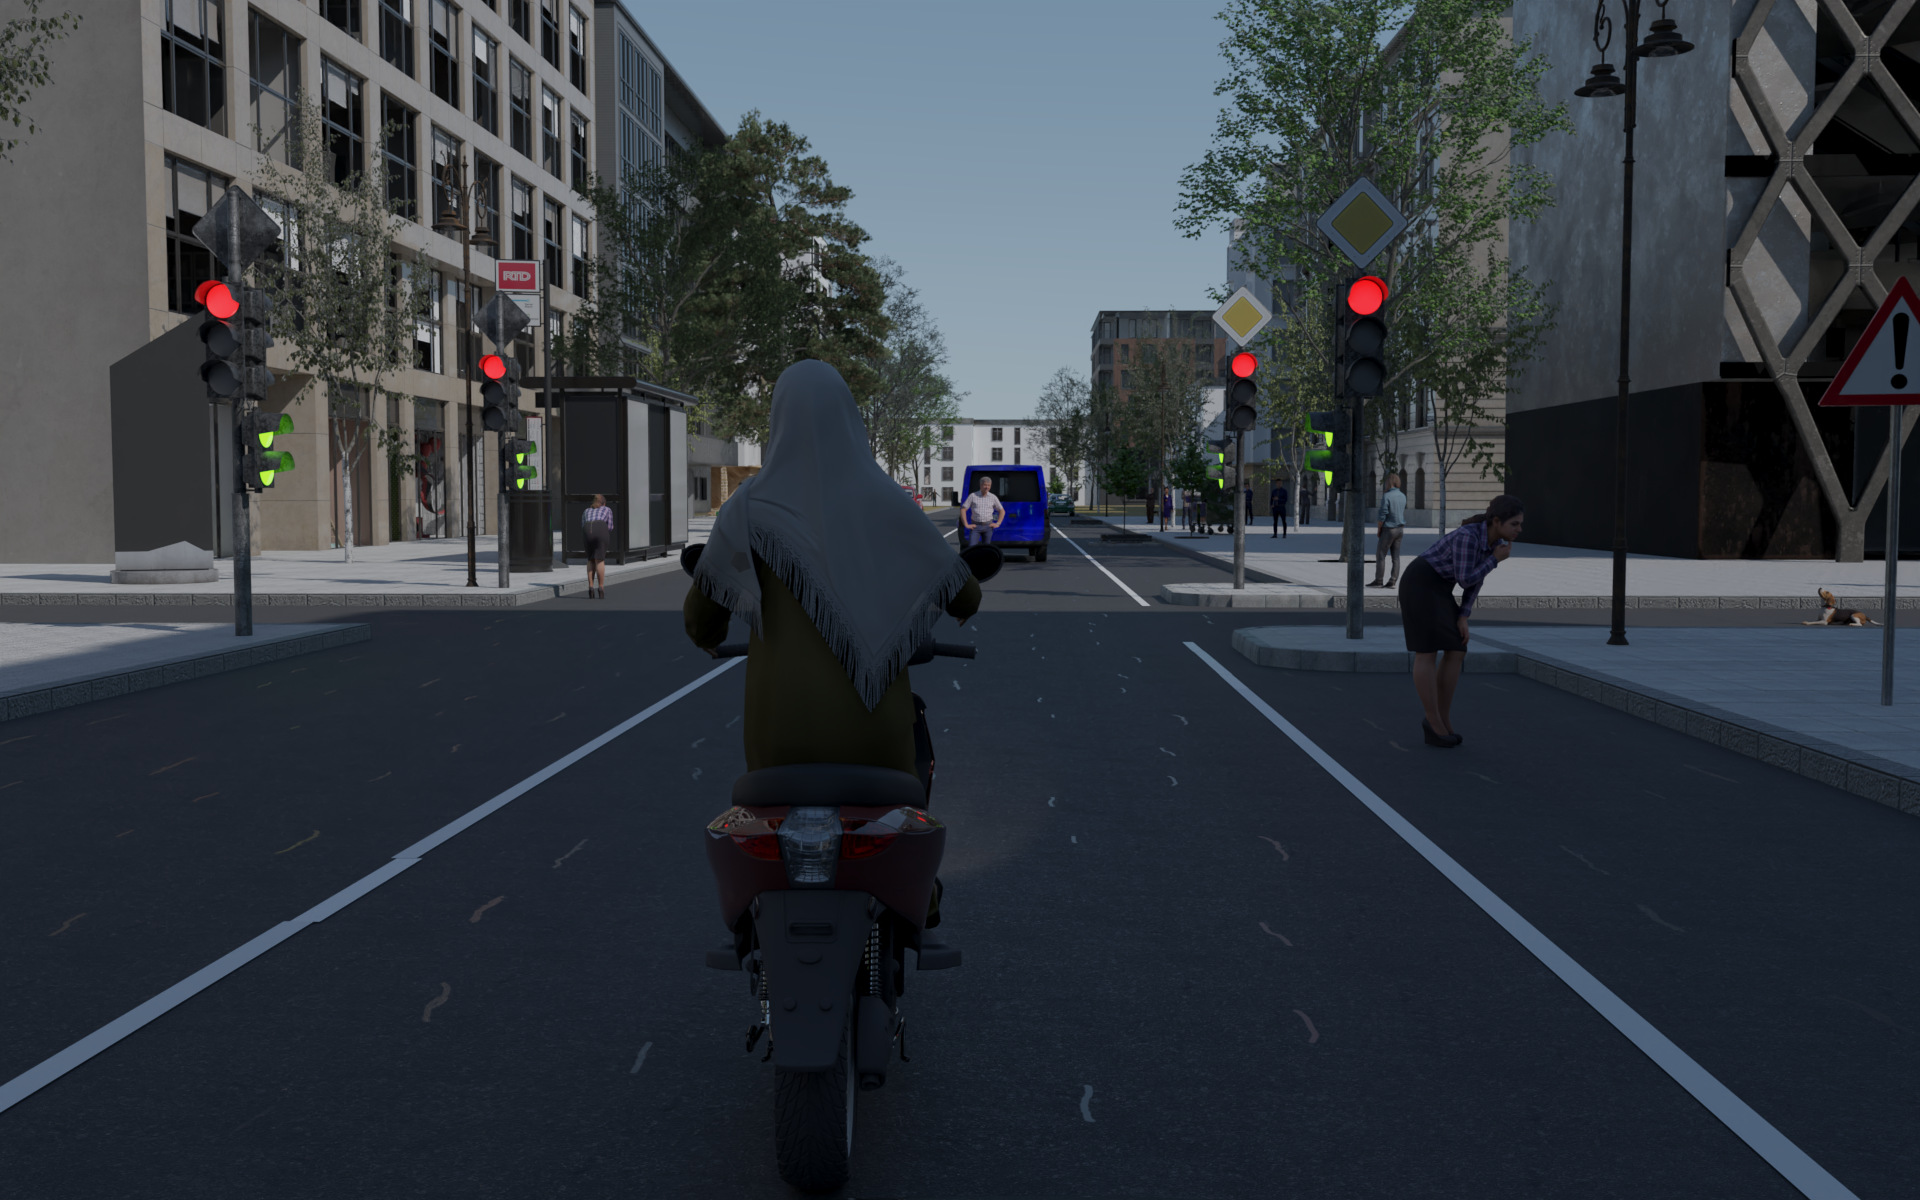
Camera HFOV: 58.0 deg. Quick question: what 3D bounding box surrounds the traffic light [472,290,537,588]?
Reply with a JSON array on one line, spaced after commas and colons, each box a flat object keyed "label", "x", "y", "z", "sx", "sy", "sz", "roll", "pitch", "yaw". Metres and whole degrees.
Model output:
[{"label": "traffic light", "x": -6.214, "y": -2.098, "z": 23.550, "sx": 0.839, "sy": 4.213, "sz": 0.868, "roll": 0, "pitch": 4, "yaw": 2}]

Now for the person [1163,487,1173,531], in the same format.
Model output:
[{"label": "person", "x": 7.304, "y": -3.206, "z": 60.834, "sx": 0.453, "sy": 1.535, "sz": 0.546, "roll": -2, "pitch": 4, "yaw": -28}]

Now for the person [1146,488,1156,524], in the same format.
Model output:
[{"label": "person", "x": 8.278, "y": -4.090, "z": 75.189, "sx": 0.388, "sy": 1.546, "sz": 0.482, "roll": -2, "pitch": 4, "yaw": -27}]

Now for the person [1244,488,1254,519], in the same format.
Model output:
[{"label": "person", "x": 15.018, "y": -5.173, "z": 90.485, "sx": 0.709, "sy": 1.838, "sz": 0.599, "roll": 1, "pitch": 4, "yaw": 8}]

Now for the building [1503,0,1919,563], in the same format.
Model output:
[{"label": "building", "x": 22.889, "y": -10.434, "z": 38.053, "sx": 16.811, "sy": 18.784, "sz": 16.820, "roll": 0, "pitch": 4, "yaw": 2}]

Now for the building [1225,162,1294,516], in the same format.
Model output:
[{"label": "building", "x": 24.338, "y": -15.170, "z": 104.447, "sx": 16.016, "sy": 20.091, "sz": 11.380, "roll": 0, "pitch": 4, "yaw": 2}]

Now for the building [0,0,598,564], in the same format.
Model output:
[{"label": "building", "x": -23.760, "y": -14.902, "z": 48.171, "sx": 19.350, "sy": 26.468, "sz": 34.151, "roll": 0, "pitch": 4, "yaw": 2}]

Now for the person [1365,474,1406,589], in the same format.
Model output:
[{"label": "person", "x": 5.801, "y": -0.930, "z": 23.453, "sx": 0.499, "sy": 1.552, "sz": 0.429, "roll": 0, "pitch": 4, "yaw": -7}]

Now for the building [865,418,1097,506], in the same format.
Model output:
[{"label": "building", "x": 1.509, "y": -15.490, "z": 195.413, "sx": 28.070, "sy": 9.664, "sz": 9.099, "roll": 0, "pitch": 4, "yaw": 2}]

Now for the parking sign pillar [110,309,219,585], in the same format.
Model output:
[{"label": "parking sign pillar", "x": -11.576, "y": -2.241, "z": 25.108, "sx": 1.447, "sy": 3.967, "sz": 1.447, "roll": -2, "pitch": 4, "yaw": -25}]

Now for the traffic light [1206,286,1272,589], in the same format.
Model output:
[{"label": "traffic light", "x": 3.743, "y": -2.080, "z": 23.248, "sx": 0.839, "sy": 4.213, "sz": 0.868, "roll": 0, "pitch": 4, "yaw": 2}]

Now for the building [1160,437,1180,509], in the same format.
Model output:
[{"label": "building", "x": 23.213, "y": -12.868, "z": 152.532, "sx": 9.099, "sy": 9.664, "sz": 28.070, "roll": 0, "pitch": 4, "yaw": 2}]

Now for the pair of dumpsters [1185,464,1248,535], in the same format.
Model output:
[{"label": "pair of dumpsters", "x": 8.277, "y": -3.268, "z": 55.923, "sx": 1.574, "sy": 2.255, "sz": 4.436, "roll": 0, "pitch": 4, "yaw": 2}]

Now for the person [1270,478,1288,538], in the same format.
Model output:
[{"label": "person", "x": 9.224, "y": -2.660, "z": 50.240, "sx": 0.576, "sy": 1.737, "sz": 0.504, "roll": 2, "pitch": 4, "yaw": 27}]

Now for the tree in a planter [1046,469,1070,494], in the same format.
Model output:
[{"label": "tree in a planter", "x": 7.025, "y": -7.817, "z": 125.033, "sx": 1.991, "sy": 3.239, "sz": 1.994, "roll": 0, "pitch": 4, "yaw": 2}]

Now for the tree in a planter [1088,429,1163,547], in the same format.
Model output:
[{"label": "tree in a planter", "x": 4.560, "y": -3.101, "z": 47.917, "sx": 1.991, "sy": 3.239, "sz": 1.994, "roll": 0, "pitch": 4, "yaw": 2}]

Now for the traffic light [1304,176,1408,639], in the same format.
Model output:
[{"label": "traffic light", "x": 3.487, "y": -1.592, "z": 15.267, "sx": 0.839, "sy": 4.213, "sz": 0.868, "roll": 0, "pitch": 4, "yaw": 2}]

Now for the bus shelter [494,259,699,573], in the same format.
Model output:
[{"label": "bus shelter", "x": -6.758, "y": -3.344, "z": 32.312, "sx": 2.179, "sy": 5.291, "sz": 8.768, "roll": 0, "pitch": 4, "yaw": 2}]

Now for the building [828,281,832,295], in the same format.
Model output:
[{"label": "building", "x": -16.723, "y": -18.534, "z": 159.447, "sx": 11.380, "sy": 20.091, "sz": 16.016, "roll": 0, "pitch": 4, "yaw": 2}]

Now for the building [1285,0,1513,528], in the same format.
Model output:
[{"label": "building", "x": 23.277, "y": -15.991, "z": 80.542, "sx": 14.460, "sy": 24.649, "sz": 34.723, "roll": 0, "pitch": 4, "yaw": 2}]

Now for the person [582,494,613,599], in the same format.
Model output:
[{"label": "person", "x": -4.994, "y": -0.739, "z": 23.817, "sx": 0.421, "sy": 1.427, "sz": 0.697, "roll": 0, "pitch": 4, "yaw": -4}]

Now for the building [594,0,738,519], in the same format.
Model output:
[{"label": "building", "x": -19.709, "y": -15.977, "z": 80.291, "sx": 14.314, "sy": 24.678, "sz": 30.058, "roll": 0, "pitch": 4, "yaw": 2}]

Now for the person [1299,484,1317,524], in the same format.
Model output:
[{"label": "person", "x": 14.673, "y": -4.050, "z": 73.062, "sx": 0.742, "sy": 1.727, "sz": 0.445, "roll": -1, "pitch": 4, "yaw": -8}]

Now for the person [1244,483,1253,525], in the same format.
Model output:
[{"label": "person", "x": 11.869, "y": -3.975, "z": 71.745, "sx": 0.504, "sy": 1.737, "sz": 0.576, "roll": -3, "pitch": 5, "yaw": -44}]

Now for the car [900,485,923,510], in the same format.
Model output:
[{"label": "car", "x": -2.714, "y": -4.068, "z": 75.177, "sx": 2.281, "sy": 1.827, "sz": 5.304, "roll": 0, "pitch": 4, "yaw": 2}]

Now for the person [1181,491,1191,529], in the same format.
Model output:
[{"label": "person", "x": 8.323, "y": -3.440, "z": 62.822, "sx": 0.617, "sy": 1.759, "sz": 0.750, "roll": -1, "pitch": 4, "yaw": -13}]

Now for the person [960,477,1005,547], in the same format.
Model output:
[{"label": "person", "x": 0.375, "y": -1.166, "z": 28.496, "sx": 0.756, "sy": 1.711, "sz": 0.436, "roll": 0, "pitch": 4, "yaw": -4}]

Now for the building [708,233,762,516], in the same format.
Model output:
[{"label": "building", "x": -20.383, "y": -15.249, "z": 105.745, "sx": 16.016, "sy": 20.091, "sz": 11.380, "roll": 0, "pitch": 4, "yaw": 2}]

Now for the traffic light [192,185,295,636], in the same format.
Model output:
[{"label": "traffic light", "x": -6.469, "y": -1.610, "z": 15.569, "sx": 0.839, "sy": 4.213, "sz": 0.868, "roll": 0, "pitch": 4, "yaw": 2}]

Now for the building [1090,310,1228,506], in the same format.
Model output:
[{"label": "building", "x": 32.134, "y": -21.953, "z": 202.910, "sx": 32.646, "sy": 21.610, "sz": 27.936, "roll": 0, "pitch": 4, "yaw": 2}]

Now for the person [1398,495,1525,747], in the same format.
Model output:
[{"label": "person", "x": 2.832, "y": 0.119, "z": 9.789, "sx": 0.697, "sy": 1.427, "sz": 0.421, "roll": 3, "pitch": 4, "yaw": 38}]

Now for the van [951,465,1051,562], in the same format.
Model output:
[{"label": "van", "x": 0.916, "y": -2.076, "z": 38.335, "sx": 2.240, "sy": 2.365, "sz": 5.245, "roll": 0, "pitch": 3, "yaw": 0}]

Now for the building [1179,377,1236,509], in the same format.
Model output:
[{"label": "building", "x": 21.907, "y": -11.156, "z": 124.542, "sx": 9.099, "sy": 9.664, "sz": 28.070, "roll": 0, "pitch": 4, "yaw": 2}]

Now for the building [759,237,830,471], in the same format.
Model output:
[{"label": "building", "x": -25.157, "y": -17.375, "z": 128.053, "sx": 27.936, "sy": 21.610, "sz": 32.646, "roll": 0, "pitch": 4, "yaw": 2}]

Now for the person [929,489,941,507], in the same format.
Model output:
[{"label": "person", "x": -2.545, "y": -10.339, "z": 175.106, "sx": 1.348, "sy": 1.821, "sz": 0.705, "roll": -2, "pitch": 4, "yaw": -31}]
